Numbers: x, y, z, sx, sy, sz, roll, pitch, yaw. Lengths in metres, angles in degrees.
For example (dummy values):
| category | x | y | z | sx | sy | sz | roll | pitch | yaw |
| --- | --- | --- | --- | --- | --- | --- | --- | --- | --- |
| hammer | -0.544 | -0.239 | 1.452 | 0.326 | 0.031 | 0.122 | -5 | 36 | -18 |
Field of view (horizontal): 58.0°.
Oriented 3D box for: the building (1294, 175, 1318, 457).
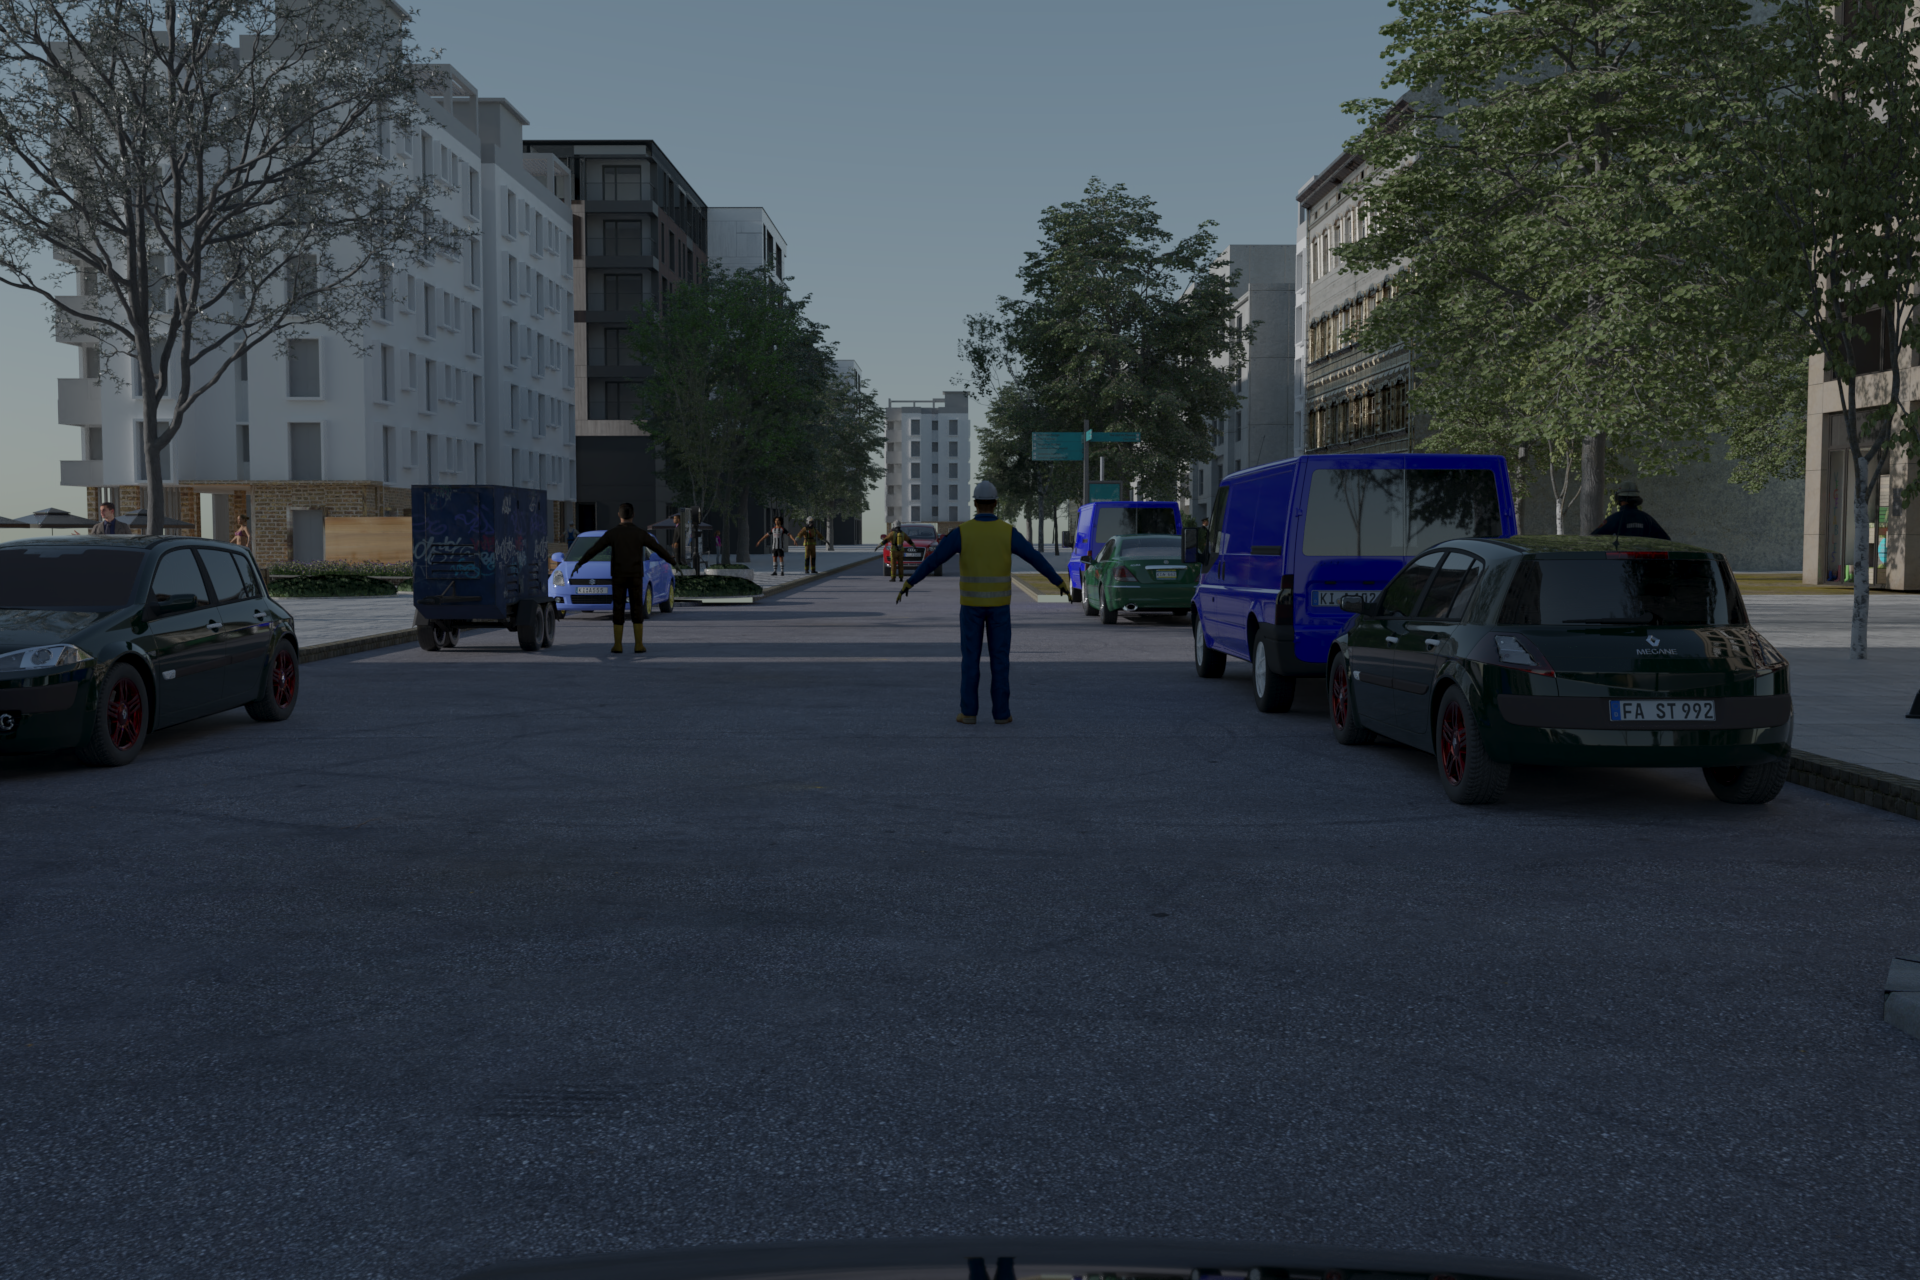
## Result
| category | x | y | z | sx | sy | sz | roll | pitch | yaw |
| --- | --- | --- | --- | --- | --- | --- | --- | --- | --- |
| building | 23.209 | -14.450 | 92.672 | 16.016 | 20.090 | 11.380 | 0 | 4 | -1 |

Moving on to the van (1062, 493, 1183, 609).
| category | x | y | z | sx | sy | sz | roll | pitch | yaw |
| --- | --- | --- | --- | --- | --- | --- | --- | --- | --- |
| van | 3.256 | -1.849 | 34.607 | 2.240 | 2.365 | 5.245 | 0 | 4 | -1 |

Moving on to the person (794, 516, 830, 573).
| category | x | y | z | sx | sy | sz | roll | pitch | yaw |
| --- | --- | --- | --- | --- | --- | --- | --- | --- | --- |
| person | -4.865 | -3.100 | 56.448 | 1.354 | 1.858 | 0.705 | -3 | 4 | -36 |

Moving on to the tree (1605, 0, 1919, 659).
| category | x | y | z | sx | sy | sz | roll | pitch | yaw |
| --- | --- | --- | --- | --- | --- | --- | --- | --- | --- |
| tree | 9.022 | -4.104 | 17.462 | 4.737 | 8.622 | 4.395 | 0 | 3 | 0 |

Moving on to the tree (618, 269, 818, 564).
| category | x | y | z | sx | sy | sz | roll | pitch | yaw |
| --- | --- | --- | --- | --- | --- | --- | --- | --- | --- |
| tree | -9.513 | -8.777 | 69.265 | 9.928 | 11.665 | 9.643 | 0 | 3 | 0 |

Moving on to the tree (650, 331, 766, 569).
| category | x | y | z | sx | sy | sz | roll | pitch | yaw |
| --- | --- | --- | --- | --- | --- | --- | --- | --- | --- |
| tree | -9.563 | -6.900 | 63.174 | 4.360 | 8.622 | 3.978 | 0 | 3 | 0 |

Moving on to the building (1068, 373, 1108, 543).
| category | x | y | z | sx | sy | sz | roll | pitch | yaw |
| --- | --- | --- | --- | --- | --- | --- | --- | --- | --- |
| building | 21.980 | -22.181 | 193.590 | 19.493 | 23.208 | 18.063 | 0 | 3 | 0 |

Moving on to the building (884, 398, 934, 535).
| category | x | y | z | sx | sy | sz | roll | pitch | yaw |
| --- | --- | --- | --- | --- | --- | --- | --- | --- | --- |
| building | -9.798 | -22.888 | 233.091 | 11.380 | 20.090 | 16.016 | 0 | 4 | 1 |

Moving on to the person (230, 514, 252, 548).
| category | x | y | z | sx | sy | sz | roll | pitch | yaw |
| --- | --- | --- | --- | --- | --- | --- | --- | --- | --- |
| person | -16.547 | -2.016 | 39.770 | 0.721 | 1.733 | 1.217 | -3 | 5 | -44 |

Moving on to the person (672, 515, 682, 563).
| category | x | y | z | sx | sy | sz | roll | pitch | yaw |
| --- | --- | --- | --- | --- | --- | --- | --- | --- | --- |
| person | -7.686 | -2.501 | 47.120 | 0.704 | 1.802 | 1.346 | -1 | 4 | -12 |

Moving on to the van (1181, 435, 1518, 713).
| category | x | y | z | sx | sy | sz | roll | pitch | yaw |
| --- | --- | --- | --- | --- | --- | --- | --- | --- | --- |
| van | 3.320 | -0.682 | 15.542 | 2.240 | 2.365 | 5.245 | 0 | 4 | -2 |

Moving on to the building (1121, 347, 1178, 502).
| category | x | y | z | sx | sy | sz | roll | pitch | yaw |
| --- | --- | --- | --- | --- | --- | --- | --- | --- | --- |
| building | 25.052 | -18.244 | 164.739 | 16.747 | 18.905 | 31.486 | 0 | 4 | -1 |

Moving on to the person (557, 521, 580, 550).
| category | x | y | z | sx | sy | sz | roll | pitch | yaw |
| --- | --- | --- | --- | --- | --- | --- | --- | --- | --- |
| person | -16.807 | -4.230 | 75.012 | 1.347 | 1.847 | 0.705 | 0 | 4 | 6 |

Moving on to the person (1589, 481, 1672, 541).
| category | x | y | z | sx | sy | sz | roll | pitch | yaw |
| --- | --- | --- | --- | --- | --- | --- | --- | --- | --- |
| person | 7.081 | -0.769 | 18.443 | 1.351 | 1.845 | 0.704 | 0 | 4 | -7 |

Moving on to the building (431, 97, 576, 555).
| category | x | y | z | sx | sy | sz | roll | pitch | yaw |
| --- | --- | --- | --- | --- | --- | --- | --- | --- | --- |
| building | -24.709 | -13.462 | 76.529 | 16.016 | 20.090 | 11.380 | 0 | 4 | -1 |

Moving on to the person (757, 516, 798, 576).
| category | x | y | z | sx | sy | sz | roll | pitch | yaw |
| --- | --- | --- | --- | --- | --- | --- | --- | --- | --- |
| person | -5.591 | -2.879 | 53.212 | 1.345 | 1.843 | 0.704 | 1 | 4 | 16 |

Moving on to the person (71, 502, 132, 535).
| category | x | y | z | sx | sy | sz | roll | pitch | yaw |
| --- | --- | --- | --- | --- | --- | --- | --- | --- | --- |
| person | -12.696 | -1.170 | 25.699 | 0.617 | 1.759 | 0.750 | 1 | 4 | 9 |

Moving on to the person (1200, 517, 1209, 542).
| category | x | y | z | sx | sy | sz | roll | pitch | yaw |
| --- | --- | --- | --- | --- | --- | --- | --- | --- | --- |
| person | 8.162 | -3.155 | 57.513 | 0.705 | 1.837 | 1.347 | 1 | 4 | 17 |

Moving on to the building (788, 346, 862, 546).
| category | x | y | z | sx | sy | sz | roll | pitch | yaw |
| --- | --- | --- | --- | --- | --- | --- | --- | --- | --- |
| building | -26.343 | -21.832 | 200.931 | 27.936 | 21.610 | 32.646 | 0 | 4 | 0 |

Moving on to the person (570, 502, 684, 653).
| category | x | y | z | sx | sy | sz | roll | pitch | yaw |
| --- | --- | --- | --- | --- | --- | --- | --- | --- | --- |
| person | -4.009 | -0.751 | 20.874 | 1.346 | 1.812 | 0.704 | -1 | 4 | -10 |

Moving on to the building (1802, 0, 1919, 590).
| category | x | y | z | sx | sy | sz | roll | pitch | yaw |
| --- | --- | --- | --- | --- | --- | --- | --- | --- | --- |
| building | 29.749 | -13.478 | 23.562 | 19.350 | 26.588 | 34.151 | 0 | 4 | 0 |

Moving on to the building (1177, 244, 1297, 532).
| category | x | y | z | sx | sy | sz | roll | pitch | yaw |
| --- | --- | --- | --- | --- | --- | --- | --- | --- | --- |
| building | 24.784 | -15.170 | 114.492 | 16.747 | 18.905 | 31.486 | 0 | 4 | 0 |

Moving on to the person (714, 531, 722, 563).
| category | x | y | z | sx | sy | sz | roll | pitch | yaw |
| --- | --- | --- | --- | --- | --- | --- | --- | --- | --- |
| person | -10.155 | -3.909 | 73.175 | 0.599 | 1.433 | 0.991 | 0 | 4 | -1 |

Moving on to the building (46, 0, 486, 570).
| category | x | y | z | sx | sy | sz | roll | pitch | yaw |
| --- | --- | --- | --- | --- | --- | --- | --- | --- | --- |
| building | -25.057 | -12.474 | 60.373 | 16.016 | 20.090 | 11.380 | 0 | 3 | 0 |

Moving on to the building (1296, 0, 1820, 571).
| category | x | y | z | sx | sy | sz | roll | pitch | yaw |
| --- | --- | --- | --- | --- | --- | --- | --- | --- | --- |
| building | 24.888 | -14.562 | 69.025 | 19.493 | 23.208 | 18.063 | 0 | 4 | -1 |

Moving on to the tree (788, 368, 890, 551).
| category | x | y | z | sx | sy | sz | roll | pitch | yaw |
| --- | --- | --- | --- | --- | --- | --- | --- | --- | --- |
| tree | -10.057 | -13.785 | 132.041 | 9.857 | 13.997 | 8.962 | 0 | 3 | 0 |

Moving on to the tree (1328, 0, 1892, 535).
| category | x | y | z | sx | sy | sz | roll | pitch | yaw |
| --- | --- | --- | --- | --- | --- | --- | --- | --- | --- |
| tree | 9.181 | -6.540 | 25.063 | 7.486 | 12.596 | 7.792 | 0 | 3 | 0 |

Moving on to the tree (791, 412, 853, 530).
| category | x | y | z | sx | sy | sz | roll | pitch | yaw |
| --- | --- | --- | --- | --- | --- | --- | --- | --- | --- |
| tree | -9.232 | -9.354 | 103.293 | 4.360 | 8.622 | 3.978 | 0 | 3 | 0 |

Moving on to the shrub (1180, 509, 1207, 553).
| category | x | y | z | sx | sy | sz | roll | pitch | yaw |
| --- | --- | --- | --- | --- | --- | --- | --- | --- | --- |
| shrub | 6.560 | -2.909 | 51.606 | 1.661 | 2.075 | 1.752 | 0 | 3 | 0 |

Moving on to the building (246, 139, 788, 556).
| category | x | y | z | sx | sy | sz | roll | pitch | yaw |
| --- | --- | --- | --- | --- | --- | --- | --- | --- | --- |
| building | -26.265 | -16.053 | 106.443 | 27.936 | 21.610 | 32.646 | 0 | 4 | 1 |

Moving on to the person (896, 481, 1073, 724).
| category | x | y | z | sx | sy | sz | roll | pitch | yaw |
| --- | --- | --- | --- | --- | --- | --- | --- | --- | --- |
| person | 0.190 | -0.287 | 13.126 | 1.349 | 1.833 | 0.705 | 0 | 4 | -2 |

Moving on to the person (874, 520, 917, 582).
| category | x | y | z | sx | sy | sz | roll | pitch | yaw |
| --- | --- | --- | --- | --- | --- | --- | --- | --- | --- |
| person | -1.898 | -2.677 | 51.997 | 1.354 | 1.858 | 0.705 | -1 | 4 | -21 |

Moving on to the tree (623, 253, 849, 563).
| category | x | y | z | sx | sy | sz | roll | pitch | yaw |
| --- | --- | --- | --- | --- | --- | --- | --- | --- | --- |
| tree | -9.903 | -10.469 | 77.823 | 9.857 | 13.997 | 8.962 | 0 | 3 | 0 |

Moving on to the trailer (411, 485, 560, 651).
| category | x | y | z | sx | sy | sz | roll | pitch | yaw |
| --- | --- | --- | --- | --- | --- | --- | --- | --- | --- |
| trailer | -5.865 | -0.840 | 20.783 | 1.471 | 1.999 | 3.904 | 0 | 4 | 0 |
